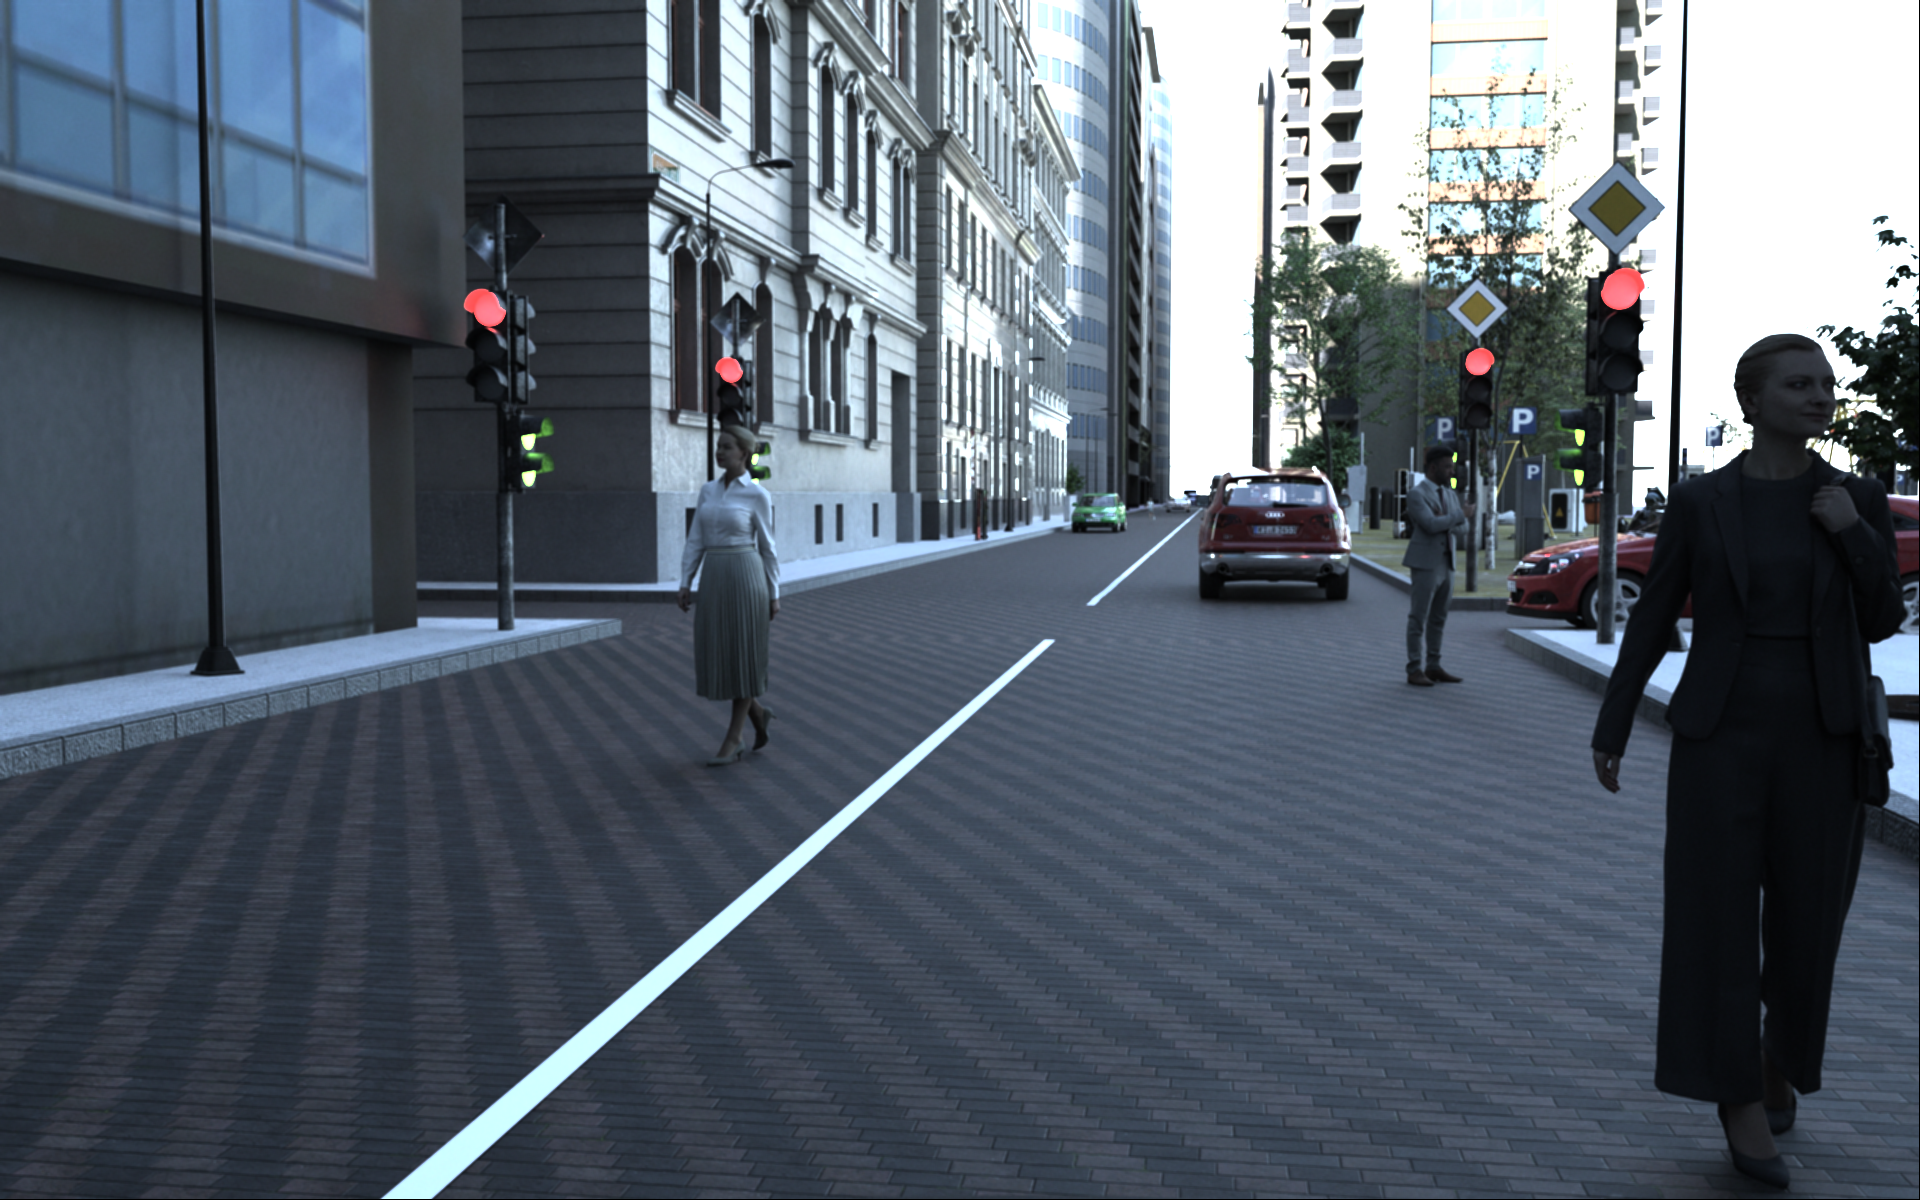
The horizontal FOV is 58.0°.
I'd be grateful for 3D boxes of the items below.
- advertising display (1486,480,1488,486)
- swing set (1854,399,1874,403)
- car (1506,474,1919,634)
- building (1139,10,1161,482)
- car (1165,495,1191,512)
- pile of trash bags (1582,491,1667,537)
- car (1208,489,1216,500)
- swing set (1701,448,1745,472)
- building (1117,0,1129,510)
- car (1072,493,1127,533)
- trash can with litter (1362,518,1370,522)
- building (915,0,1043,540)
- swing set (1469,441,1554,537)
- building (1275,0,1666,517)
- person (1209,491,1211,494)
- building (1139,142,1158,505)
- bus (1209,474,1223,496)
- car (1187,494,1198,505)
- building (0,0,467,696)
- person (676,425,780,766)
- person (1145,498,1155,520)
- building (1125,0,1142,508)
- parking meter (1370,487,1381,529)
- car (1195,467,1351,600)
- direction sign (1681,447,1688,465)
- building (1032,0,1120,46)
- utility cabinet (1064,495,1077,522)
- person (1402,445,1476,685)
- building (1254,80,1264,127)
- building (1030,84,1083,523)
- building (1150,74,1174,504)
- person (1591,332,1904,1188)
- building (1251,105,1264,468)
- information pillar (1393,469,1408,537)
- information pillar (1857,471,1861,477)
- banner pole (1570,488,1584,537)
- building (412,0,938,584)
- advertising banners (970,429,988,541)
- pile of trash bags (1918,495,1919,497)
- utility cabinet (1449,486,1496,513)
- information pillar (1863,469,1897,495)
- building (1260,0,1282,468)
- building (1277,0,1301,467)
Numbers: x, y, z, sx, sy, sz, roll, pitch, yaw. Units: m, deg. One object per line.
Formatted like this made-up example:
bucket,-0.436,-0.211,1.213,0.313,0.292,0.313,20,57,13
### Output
advertising display,23.836,-4.409,77.305,0.974,1.923,0.123,-2,4,-33
swing set,16.057,-1.882,28.383,3.119,2.851,2.862,1,4,10
car,7.907,-0.525,17.621,4.494,1.783,2.155,1,4,10
building,7.835,-37.136,196.405,28.713,52.752,27.495,1,4,8
car,17.528,-7.745,138.992,2.083,1.381,4.827,0,4,8
pile of trash bags,19.038,-2.342,48.042,3.447,1.369,1.912,0,4,7
car,20.937,-7.911,138.020,2.281,1.827,5.304,0,4,7
swing set,26.992,-3.763,59.138,3.119,2.851,2.862,1,4,11
building,5.618,-27.601,134.872,14.154,41.232,14.086,1,4,8
car,5.309,-3.493,65.907,1.959,1.807,4.718,1,4,10
trash can with litter,18.594,-4.198,79.701,1.678,1.210,2.233,2,4,30
building,-4.353,-16.061,59.856,12.463,27.353,25.104,1,4,8
swing set,15.786,-3.347,52.351,2.862,2.851,3.119,-2,4,-25
building,31.974,-27.966,111.868,22.147,44.769,28.867,1,4,8
person,27.917,-11.323,193.708,0.705,1.814,1.350,2,4,33
building,17.410,-34.648,216.602,14.600,45.320,14.200,1,4,8
bus,25.215,-10.423,165.272,2.948,3.499,13.247,1,4,8
car,27.304,-11.811,202.705,1.945,1.707,3.694,0,4,7
building,-12.834,-22.004,9.869,14.200,45.320,14.600,1,4,8
person,-1.197,-0.039,9.362,0.478,1.798,0.641,2,4,33
person,10.481,-5.013,95.484,0.505,1.210,0.382,-1,4,-9
building,4.836,-32.386,153.218,21.300,48.544,21.600,1,4,8
parking meter,15.168,-3.356,63.289,0.372,1.533,0.369,0,3,0
car,4.547,-1.010,25.188,2.281,1.827,5.304,1,4,10
direction sign,34.746,-5.607,83.673,0.379,3.537,0.876,-2,4,-32
building,-0.903,-34.928,113.074,21.231,58.520,28.212,1,4,8
utility cabinet,5.068,-4.192,79.699,0.306,1.237,1.020,1,4,23
person,3.617,-0.266,13.036,0.466,1.800,0.511,3,5,40
building,51.028,-38.235,214.385,28.713,52.752,27.495,1,4,8
building,-0.778,-15.086,82.809,11.583,22.565,21.152,1,4,8
building,18.174,-42.540,237.529,21.231,58.520,28.212,1,4,8
person,1.720,0.315,3.770,0.576,1.772,0.534,0,4,-3
building,40.053,-33.315,194.809,14.600,45.320,14.200,1,4,8
information pillar,13.093,-2.874,51.478,0.304,2.012,0.304,-1,4,-18
information pillar,46.228,-5.966,88.896,0.504,3.616,0.183,1,4,18
banner pole,18.568,-3.789,51.969,0.401,3.779,0.863,1,4,17
building,-8.837,-15.195,35.820,14.401,28.519,23.554,1,4,8
advertising banners,0.510,-3.144,47.594,0.090,3.025,2.074,1,4,14
pile of trash bags,20.873,-1.724,37.940,1.912,1.369,3.447,3,5,40
utility cabinet,13.730,-2.307,46.398,1.173,1.500,0.318,2,4,28
information pillar,11.789,-1.085,22.227,0.304,2.012,0.304,0,4,4
building,37.878,-37.524,155.520,21.231,58.520,28.212,1,4,8
building,31.876,-27.575,134.454,14.154,41.232,14.086,1,4,8
